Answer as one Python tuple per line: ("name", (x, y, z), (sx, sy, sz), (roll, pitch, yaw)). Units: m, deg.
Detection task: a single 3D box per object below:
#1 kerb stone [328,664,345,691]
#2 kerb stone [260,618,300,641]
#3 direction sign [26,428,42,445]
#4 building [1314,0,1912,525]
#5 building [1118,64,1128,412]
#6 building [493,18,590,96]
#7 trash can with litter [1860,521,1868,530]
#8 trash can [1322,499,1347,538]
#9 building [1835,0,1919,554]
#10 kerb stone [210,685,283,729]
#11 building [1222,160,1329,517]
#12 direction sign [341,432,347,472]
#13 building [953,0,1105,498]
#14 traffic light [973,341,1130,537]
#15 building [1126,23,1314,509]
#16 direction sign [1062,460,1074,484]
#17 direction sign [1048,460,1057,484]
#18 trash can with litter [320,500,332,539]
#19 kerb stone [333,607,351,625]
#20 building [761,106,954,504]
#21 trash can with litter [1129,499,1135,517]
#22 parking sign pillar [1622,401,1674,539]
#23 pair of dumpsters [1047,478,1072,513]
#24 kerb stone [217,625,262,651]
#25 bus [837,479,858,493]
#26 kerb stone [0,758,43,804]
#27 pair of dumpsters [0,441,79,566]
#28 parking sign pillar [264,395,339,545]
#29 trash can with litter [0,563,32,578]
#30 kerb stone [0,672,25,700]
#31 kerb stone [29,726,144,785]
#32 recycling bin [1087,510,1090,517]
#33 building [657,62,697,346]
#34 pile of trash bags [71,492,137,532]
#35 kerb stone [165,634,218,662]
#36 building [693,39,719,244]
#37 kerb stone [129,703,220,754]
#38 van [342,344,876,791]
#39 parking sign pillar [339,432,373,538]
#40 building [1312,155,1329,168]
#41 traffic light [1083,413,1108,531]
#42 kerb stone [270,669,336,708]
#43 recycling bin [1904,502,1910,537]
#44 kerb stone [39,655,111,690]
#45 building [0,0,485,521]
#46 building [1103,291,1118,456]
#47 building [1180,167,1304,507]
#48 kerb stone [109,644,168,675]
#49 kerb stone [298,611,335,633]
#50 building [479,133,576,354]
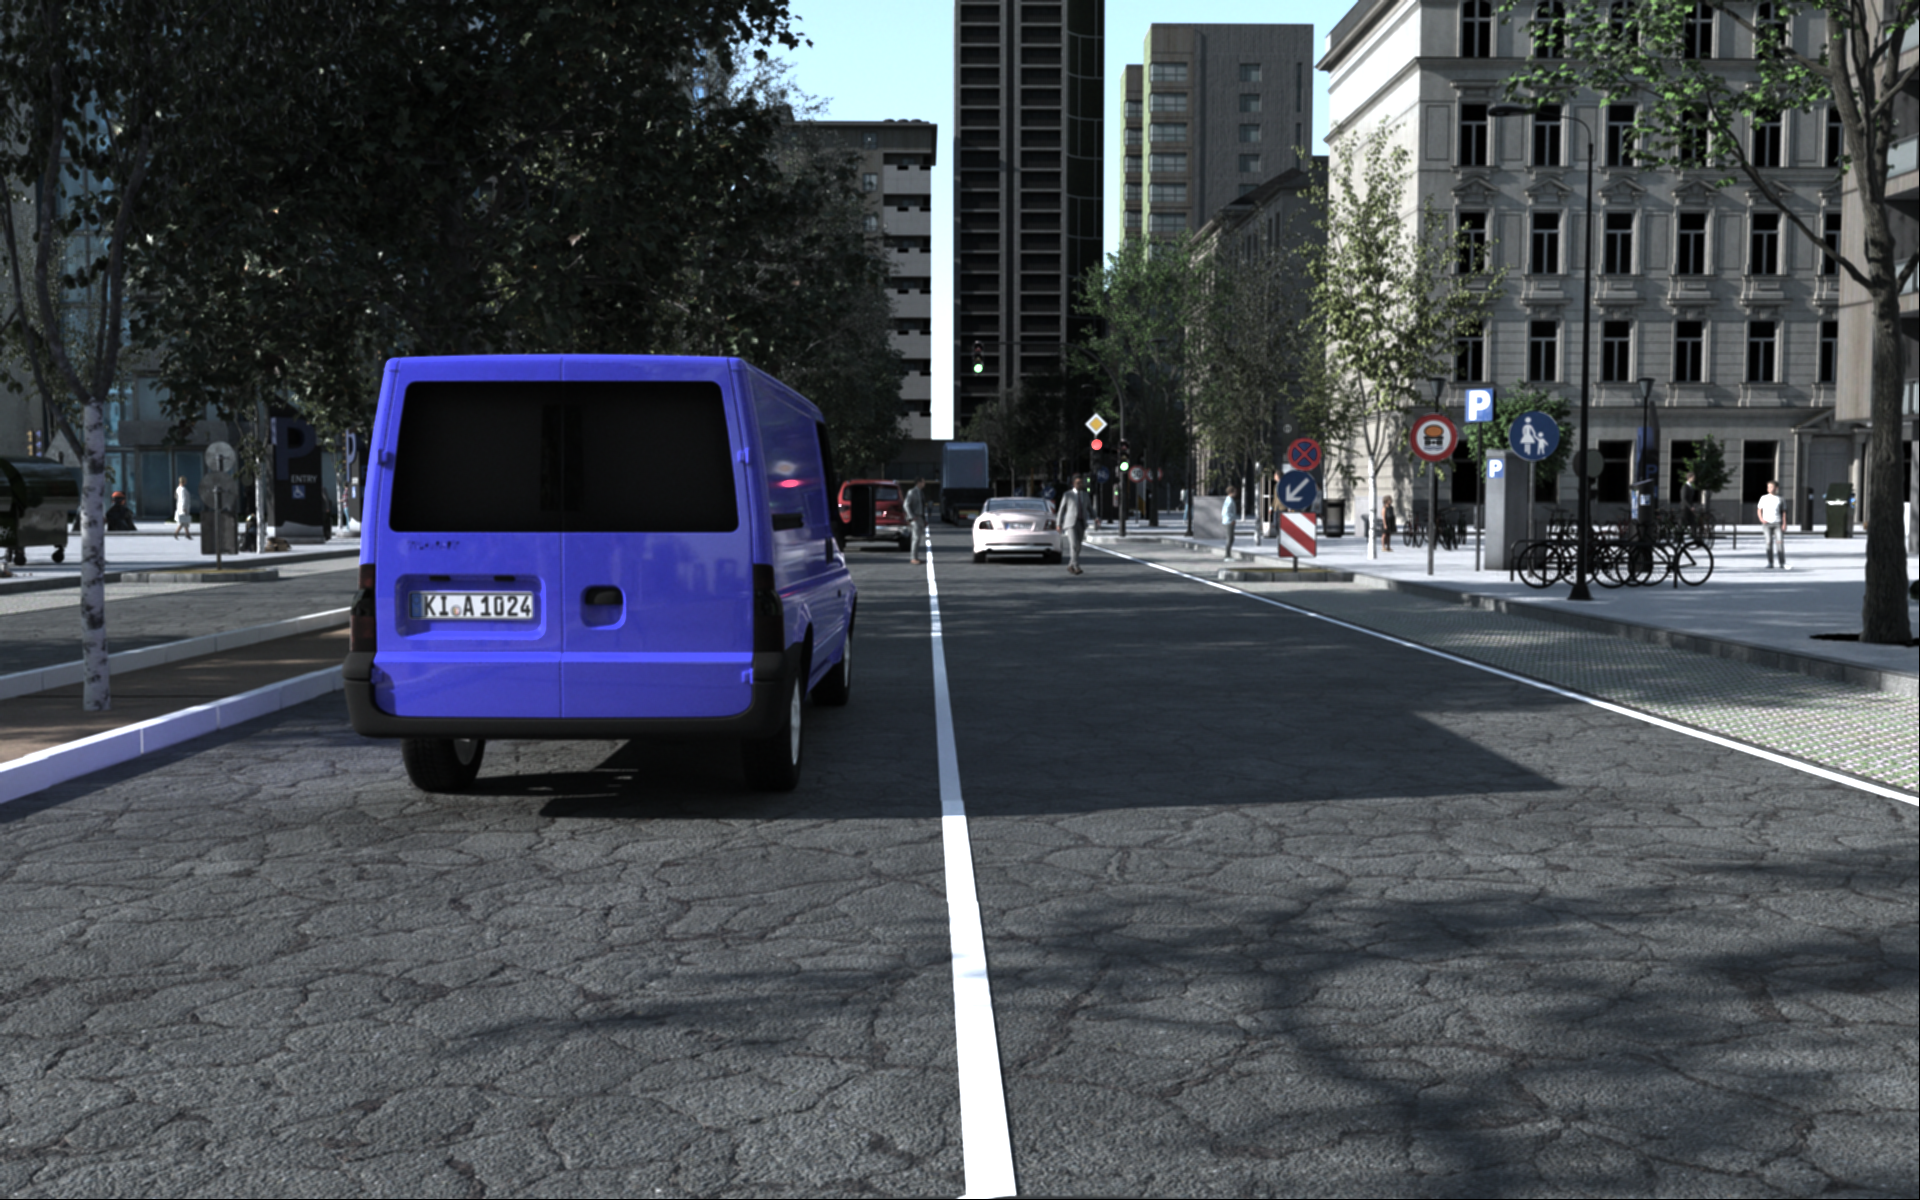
("kerb stone", (-4.612, 0.561, 13.093), (0.120, 0.150, 1.000), (0, 4, -1))
("kerb stone", (-6.806, 0.311, 17.152), (0.120, 0.150, 1.000), (0, 4, -1))
("direction sign", (-31.616, -4.112, 59.236), (0.876, 3.537, 0.379), (2, 4, 32))
("building", (39.820, -18.474, 78.462), (44.131, 29.872, 17.030), (0, 4, -1))
("building", (22.248, -29.668, 168.666), (14.154, 41.232, 14.086), (0, 4, -1))
("building", (-35.408, -30.922, 155.689), (14.600, 45.320, 14.200), (0, 4, -1))
("trash can with litter", (32.707, -3.081, 61.756), (1.055, 1.170, 0.624), (2, 4, 24))
("trash can", (11.054, -2.418, 51.190), (0.748, 1.137, 0.748), (0, 3, 0))
("building", (25.935, -21.398, 33.452), (14.154, 41.232, 14.086), (0, 4, -1))
("kerb stone", (-4.577, 0.687, 11.036), (0.120, 0.150, 1.000), (0, 4, -1))
("building", (22.405, -15.724, 106.231), (9.793, 20.994, 18.267), (0, 4, -1))
("direction sign", (-21.164, -4.188, 60.471), (0.876, 3.537, 0.379), (1, 4, 14))
("building", (9.398, -48.940, 238.426), (20.611, 71.187, 20.563), (0, 4, -1))
("traffic light", (2.754, -4.711, 51.689), (4.771, 5.953, 1.251), (0, 4, -1))
("building", (23.030, -28.809, 154.620), (14.154, 41.232, 14.086), (0, 4, -1))
("direction sign", (7.145, -7.513, 114.828), (0.876, 3.537, 0.379), (-1, 4, -20))
("direction sign", (6.158, -7.543, 115.318), (0.379, 3.537, 0.876), (-3, 5, -42))
("trash can with litter", (-18.063, -2.292, 48.860), (0.624, 1.170, 1.055), (-2, 4, -27))
("kerb stone", (-6.850, 0.183, 19.199), (0.120, 0.150, 1.000), (0, 4, -1))
("building", (-14.803, -39.979, 242.899), (27.495, 52.752, 28.713), (0, 4, -1))
("trash can with litter", (9.429, -5.285, 97.795), (0.624, 1.170, 1.055), (3, 4, 36))
("parking sign pillar", (19.764, -3.746, 49.721), (1.447, 3.967, 1.447), (1, 4, 14))
("pair of dumpsters", (6.272, -6.545, 109.499), (1.574, 2.255, 4.437), (0, 4, -1))
("kerb stone", (-6.780, 0.371, 16.130), (0.120, 0.150, 1.000), (0, 4, -1))
("bus", (-13.279, -12.648, 201.650), (2.948, 3.499, 13.247), (0, 4, 0))
("kerb stone", (-4.500, 0.873, 7.965), (0.120, 0.150, 1.000), (0, 4, -1))
("pair of dumpsters", (-17.214, -1.699, 30.273), (1.574, 2.255, 4.437), (0, 4, -1))
("parking sign pillar", (-17.017, -3.411, 44.248), (1.447, 3.967, 1.447), (3, 5, 42))
("trash can with litter", (-15.437, -0.935, 26.342), (2.233, 1.210, 1.678), (-2, 4, -24))
("kerb stone", (-6.696, 0.621, 12.039), (0.120, 0.150, 1.000), (0, 4, -1))
("kerb stone", (-4.535, 0.808, 8.987), (0.120, 0.150, 1.000), (0, 4, -1))
("recycling bin", (7.327, -5.188, 97.386), (0.722, 1.027, 0.722), (0, 4, 5))
("building", (-42.979, -36.372, 183.913), (27.495, 52.752, 28.713), (0, 4, -1))
("pile of trash bags", (-29.774, -3.108, 60.575), (1.912, 1.369, 3.447), (-1, 4, -13))
("kerb stone", (-6.764, 0.434, 15.108), (0.120, 0.150, 1.000), (0, 4, -1))
("building", (-44.946, -56.606, 238.176), (31.000, 86.520, 22.319), (0, 4, -1))
("kerb stone", (-4.559, 0.747, 10.009), (0.120, 0.150, 1.000), (0, 4, -1))
("van", (-1.698, -0.344, 10.016), (2.240, 2.365, 5.245), (0, 4, 0))
("parking sign pillar", (-17.737, -3.838, 51.228), (1.447, 3.967, 1.447), (-2, 4, -34))
("building", (31.173, -30.360, 188.264), (32.217, 40.220, 23.993), (0, 4, -1))
("traffic light", (4.677, -4.339, 59.857), (0.839, 4.253, 0.868), (0, 4, -1))
("kerb stone", (-4.598, 0.621, 12.058), (0.120, 0.150, 1.000), (0, 4, -1))
("recycling bin", (28.555, -2.439, 52.424), (0.722, 1.027, 0.722), (-3, 4, -37))
("kerb stone", (-6.721, 0.559, 13.061), (0.120, 0.150, 1.000), (0, 4, -1))
("building", (-39.274, -29.061, 94.761), (23.786, 49.044, 30.456), (0, 4, -1))
("building", (26.811, -28.474, 237.253), (14.107, 30.474, 14.160), (0, 4, -1))
("building", (22.500, -18.126, 125.230), (11.050, 23.489, 19.941), (0, 4, -1))
("kerb stone", (-6.741, 0.496, 14.085), (0.120, 0.150, 1.000), (0, 4, -1))
("kerb stone", (-6.822, 0.246, 18.178), (0.120, 0.150, 1.000), (0, 4, -1))
("building", (-35.150, -21.648, 125.645), (14.160, 30.474, 14.107), (0, 4, -1))
